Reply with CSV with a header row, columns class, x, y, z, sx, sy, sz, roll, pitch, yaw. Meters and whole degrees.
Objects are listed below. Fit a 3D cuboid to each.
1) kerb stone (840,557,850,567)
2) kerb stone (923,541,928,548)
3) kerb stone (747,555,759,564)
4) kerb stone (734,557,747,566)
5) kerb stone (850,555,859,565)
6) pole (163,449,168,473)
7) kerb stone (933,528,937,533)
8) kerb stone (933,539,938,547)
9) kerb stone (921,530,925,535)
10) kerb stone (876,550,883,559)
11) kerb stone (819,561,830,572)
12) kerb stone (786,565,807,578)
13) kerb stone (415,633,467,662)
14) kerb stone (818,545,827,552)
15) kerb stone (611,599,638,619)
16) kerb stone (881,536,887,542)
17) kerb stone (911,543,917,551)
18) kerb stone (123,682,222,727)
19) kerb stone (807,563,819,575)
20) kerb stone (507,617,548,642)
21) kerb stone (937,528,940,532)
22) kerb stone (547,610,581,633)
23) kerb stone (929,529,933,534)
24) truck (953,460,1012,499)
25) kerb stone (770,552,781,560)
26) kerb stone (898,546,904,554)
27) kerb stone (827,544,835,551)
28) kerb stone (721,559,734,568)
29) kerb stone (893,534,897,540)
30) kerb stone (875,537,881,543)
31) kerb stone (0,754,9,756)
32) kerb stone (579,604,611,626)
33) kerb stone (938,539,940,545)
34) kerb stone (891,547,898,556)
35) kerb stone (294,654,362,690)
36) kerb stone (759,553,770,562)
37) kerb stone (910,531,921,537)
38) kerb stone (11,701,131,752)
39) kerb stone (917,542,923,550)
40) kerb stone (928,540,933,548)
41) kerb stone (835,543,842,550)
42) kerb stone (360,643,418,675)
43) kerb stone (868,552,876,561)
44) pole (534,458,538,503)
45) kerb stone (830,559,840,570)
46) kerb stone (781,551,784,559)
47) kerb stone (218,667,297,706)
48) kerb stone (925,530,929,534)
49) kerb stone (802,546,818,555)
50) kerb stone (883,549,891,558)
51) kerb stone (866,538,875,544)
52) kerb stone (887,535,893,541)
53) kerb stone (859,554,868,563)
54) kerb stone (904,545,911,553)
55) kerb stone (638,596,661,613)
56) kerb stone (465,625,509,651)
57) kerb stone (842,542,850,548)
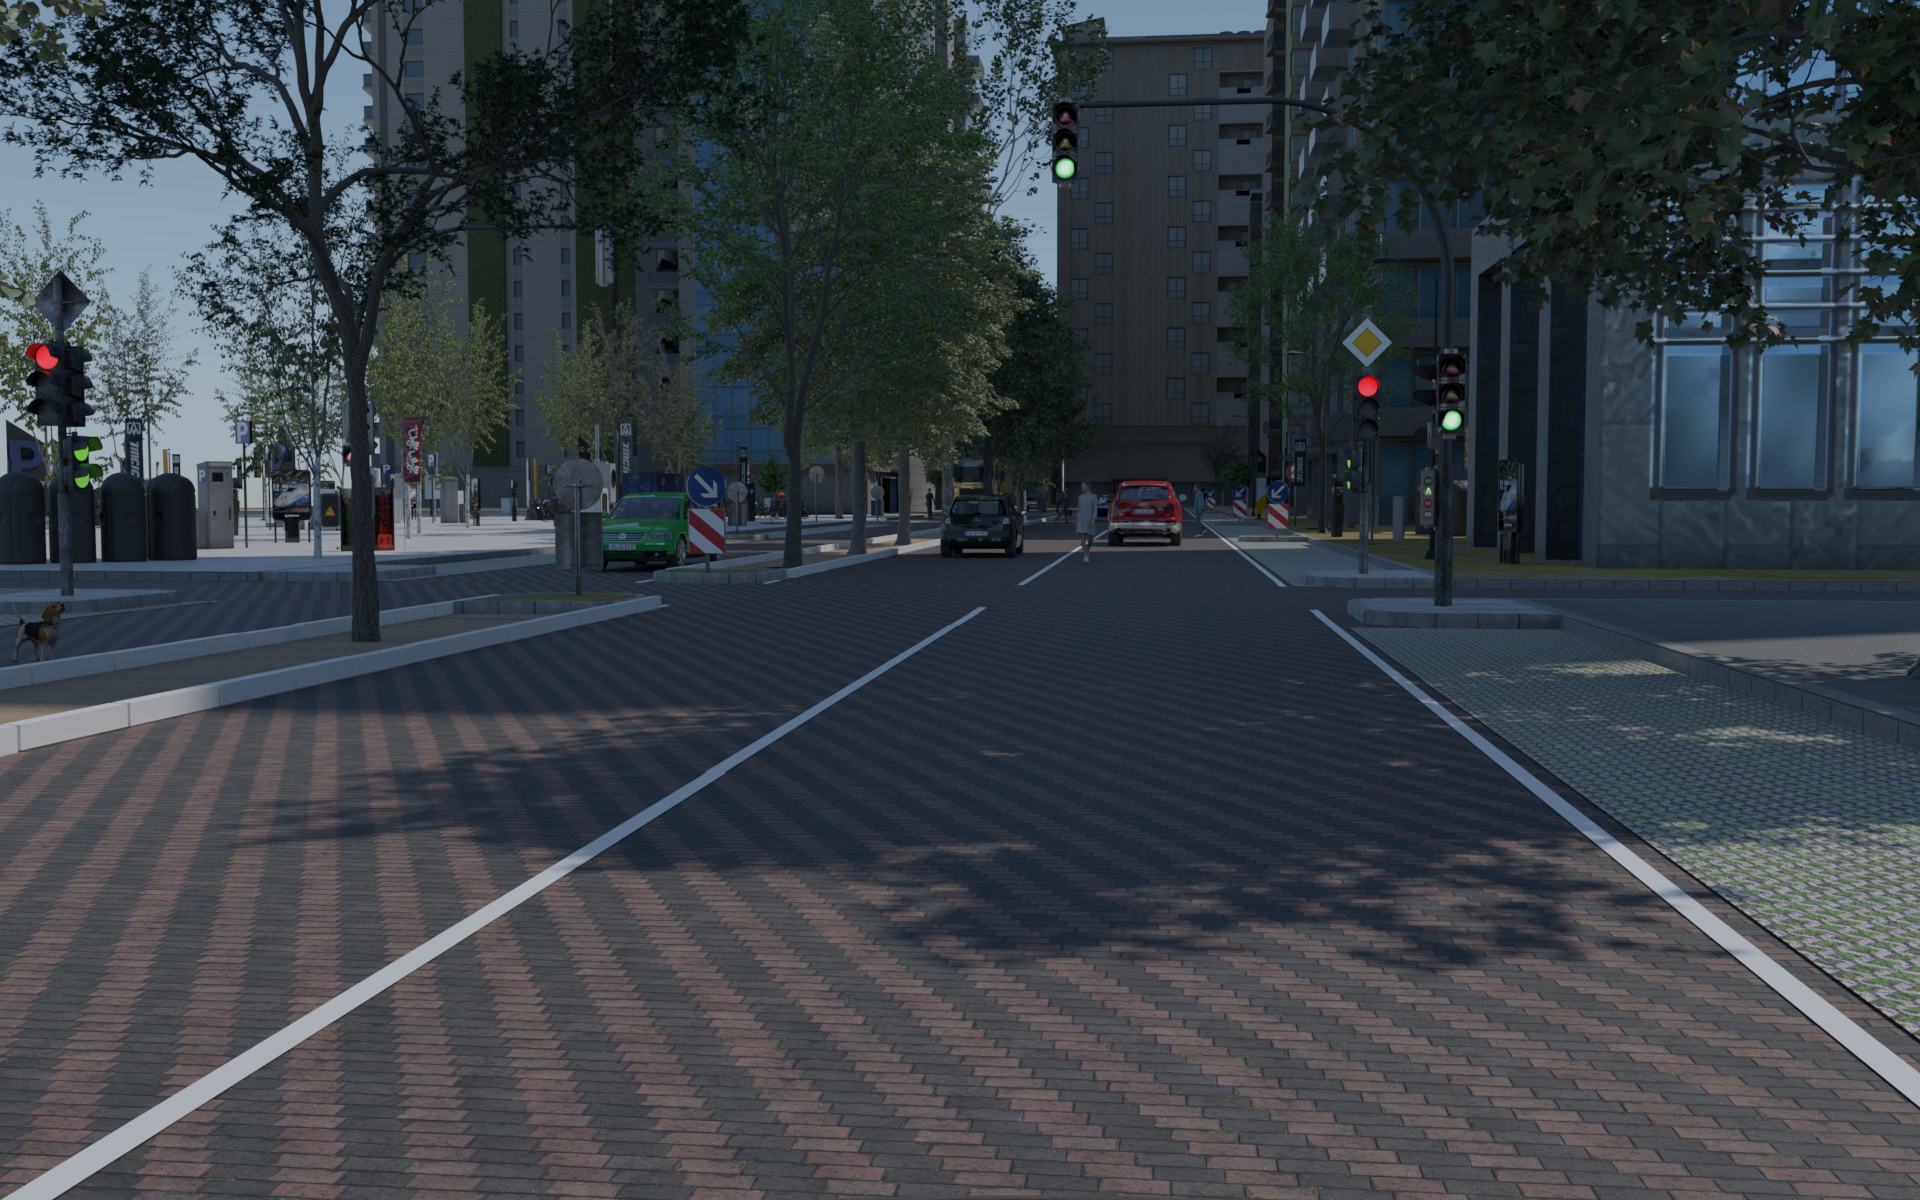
class,x,y,z,sx,sy,sz,roll,pitch,yaw
kerb stone,-2.366,-0.727,34.086,0.120,0.150,1.000,0,4,7
kerb stone,-1.038,-1.412,45.280,0.120,0.150,1.000,0,4,7
kerb stone,-4.325,-0.806,35.366,0.120,0.150,1.000,0,4,7
kerb stone,-4.451,-0.740,34.349,0.120,0.150,1.000,0,4,7
kerb stone,-2.241,-0.789,35.101,0.120,0.150,1.000,0,4,7
pole,-35.928,-5.170,78.379,0.158,3.312,0.155,0,3,0
kerb stone,-1.064,-2.484,62.812,0.120,0.150,1.000,0,4,7
kerb stone,-0.784,-1.532,47.313,0.120,0.150,1.000,0,4,7
kerb stone,-1.422,-2.295,59.760,0.120,0.150,1.000,0,4,7
kerb stone,-1.882,-0.971,38.162,0.120,0.150,1.000,0,4,7
kerb stone,-2.600,-0.600,32.039,0.120,0.150,1.000,0,4,7
kerb stone,-2.848,-0.477,30.001,0.120,0.150,1.000,0,4,7
kerb stone,-4.615,0.427,15.216,0.120,0.150,1.000,0,4,7
kerb stone,-3.481,-1.240,42.477,0.120,0.150,1.000,0,4,7
kerb stone,-4.011,0.118,20.296,0.120,0.150,1.000,0,4,7
kerb stone,-2.390,-1.796,51.623,0.120,0.150,1.000,0,4,7
kerb stone,-1.269,-1.288,43.249,0.120,0.150,1.000,0,4,7
kerb stone,-5.097,0.676,11.143,0.120,0.150,1.000,0,4,7
kerb stone,-2.734,-0.539,31.018,0.120,0.150,1.000,0,4,7
kerb stone,-4.369,0.303,17.245,0.120,0.150,1.000,0,4,7
kerb stone,-0.935,-2.544,63.840,0.120,0.150,1.000,0,4,7
kerb stone,-4.254,0.241,18.261,0.120,0.150,1.000,0,4,7
kerb stone,-1.173,-2.422,61.796,0.120,0.150,1.000,0,4,7
truck,1.242,-6.331,99.432,3.469,3.379,9.791,0,4,8
kerb stone,-4.085,-0.926,37.399,0.120,0.150,1.000,0,4,7
kerb stone,-1.515,-1.163,41.215,0.120,0.150,1.000,0,4,7
kerb stone,-3.354,-1.302,43.491,0.120,0.150,1.000,0,4,7
kerb stone,-4.571,-0.679,33.324,0.120,0.150,1.000,0,4,7
kerb stone,-2.149,-1.922,53.653,0.120,0.150,1.000,0,4,7
kerb stone,-2.510,-1.738,50.607,0.120,0.150,1.000,0,4,7
kerb stone,-5.342,0.800,9.108,0.120,0.150,1.000,0,4,7
kerb stone,-4.131,0.179,19.275,0.120,0.150,1.000,0,4,7
kerb stone,-0.664,-1.598,48.329,0.120,0.150,1.000,0,4,7
kerb stone,-1.638,-1.101,40.197,0.120,0.150,1.000,0,4,7
kerb stone,-4.857,0.552,13.176,0.120,0.150,1.000,0,4,7
kerb stone,-4.207,-0.864,36.384,0.120,0.150,1.000,0,4,7
kerb stone,-1.543,-2.233,58.731,0.120,0.150,1.000,0,4,7
kerb stone,-5.221,0.738,10.129,0.120,0.150,1.000,0,4,7
kerb stone,-1.151,-1.350,44.264,0.120,0.150,1.000,0,4,7
kerb stone,-0.909,-1.474,46.294,0.120,0.150,1.000,0,4,7
kerb stone,-3.239,-1.362,44.507,0.120,0.150,1.000,0,4,7
kerb stone,-4.734,0.494,14.191,0.120,0.150,1.000,0,4,7
kerb stone,-1.999,-0.905,37.145,0.120,0.150,1.000,0,4,7
pole,-24.263,-6.436,99.074,0.158,3.312,0.155,0,3,0
kerb stone,-2.493,-0.664,33.059,0.120,0.150,1.000,0,4,7
kerb stone,-3.958,-0.992,38.415,0.120,0.150,1.000,0,4,7
kerb stone,-4.979,0.614,12.158,0.120,0.150,1.000,0,4,7
kerb stone,-1.300,-2.352,60.782,0.120,0.150,1.000,0,4,7
kerb stone,-3.608,-1.176,41.462,0.120,0.150,1.000,0,4,7
kerb stone,-1.750,-1.039,39.181,0.120,0.150,1.000,0,4,7
kerb stone,-2.637,-1.676,49.592,0.120,0.150,1.000,0,4,7
kerb stone,-2.266,-1.862,52.637,0.120,0.150,1.000,0,4,7
kerb stone,-2.123,-0.851,36.116,0.120,0.150,1.000,0,4,7
kerb stone,-1.393,-1.224,42.230,0.120,0.150,1.000,0,4,7
kerb stone,-3.881,0.054,21.310,0.120,0.150,1.000,0,4,7
kerb stone,-4.498,0.365,16.232,0.120,0.150,1.000,0,4,7
kerb stone,-3.115,-1.427,45.523,0.120,0.150,1.000,0,4,7
